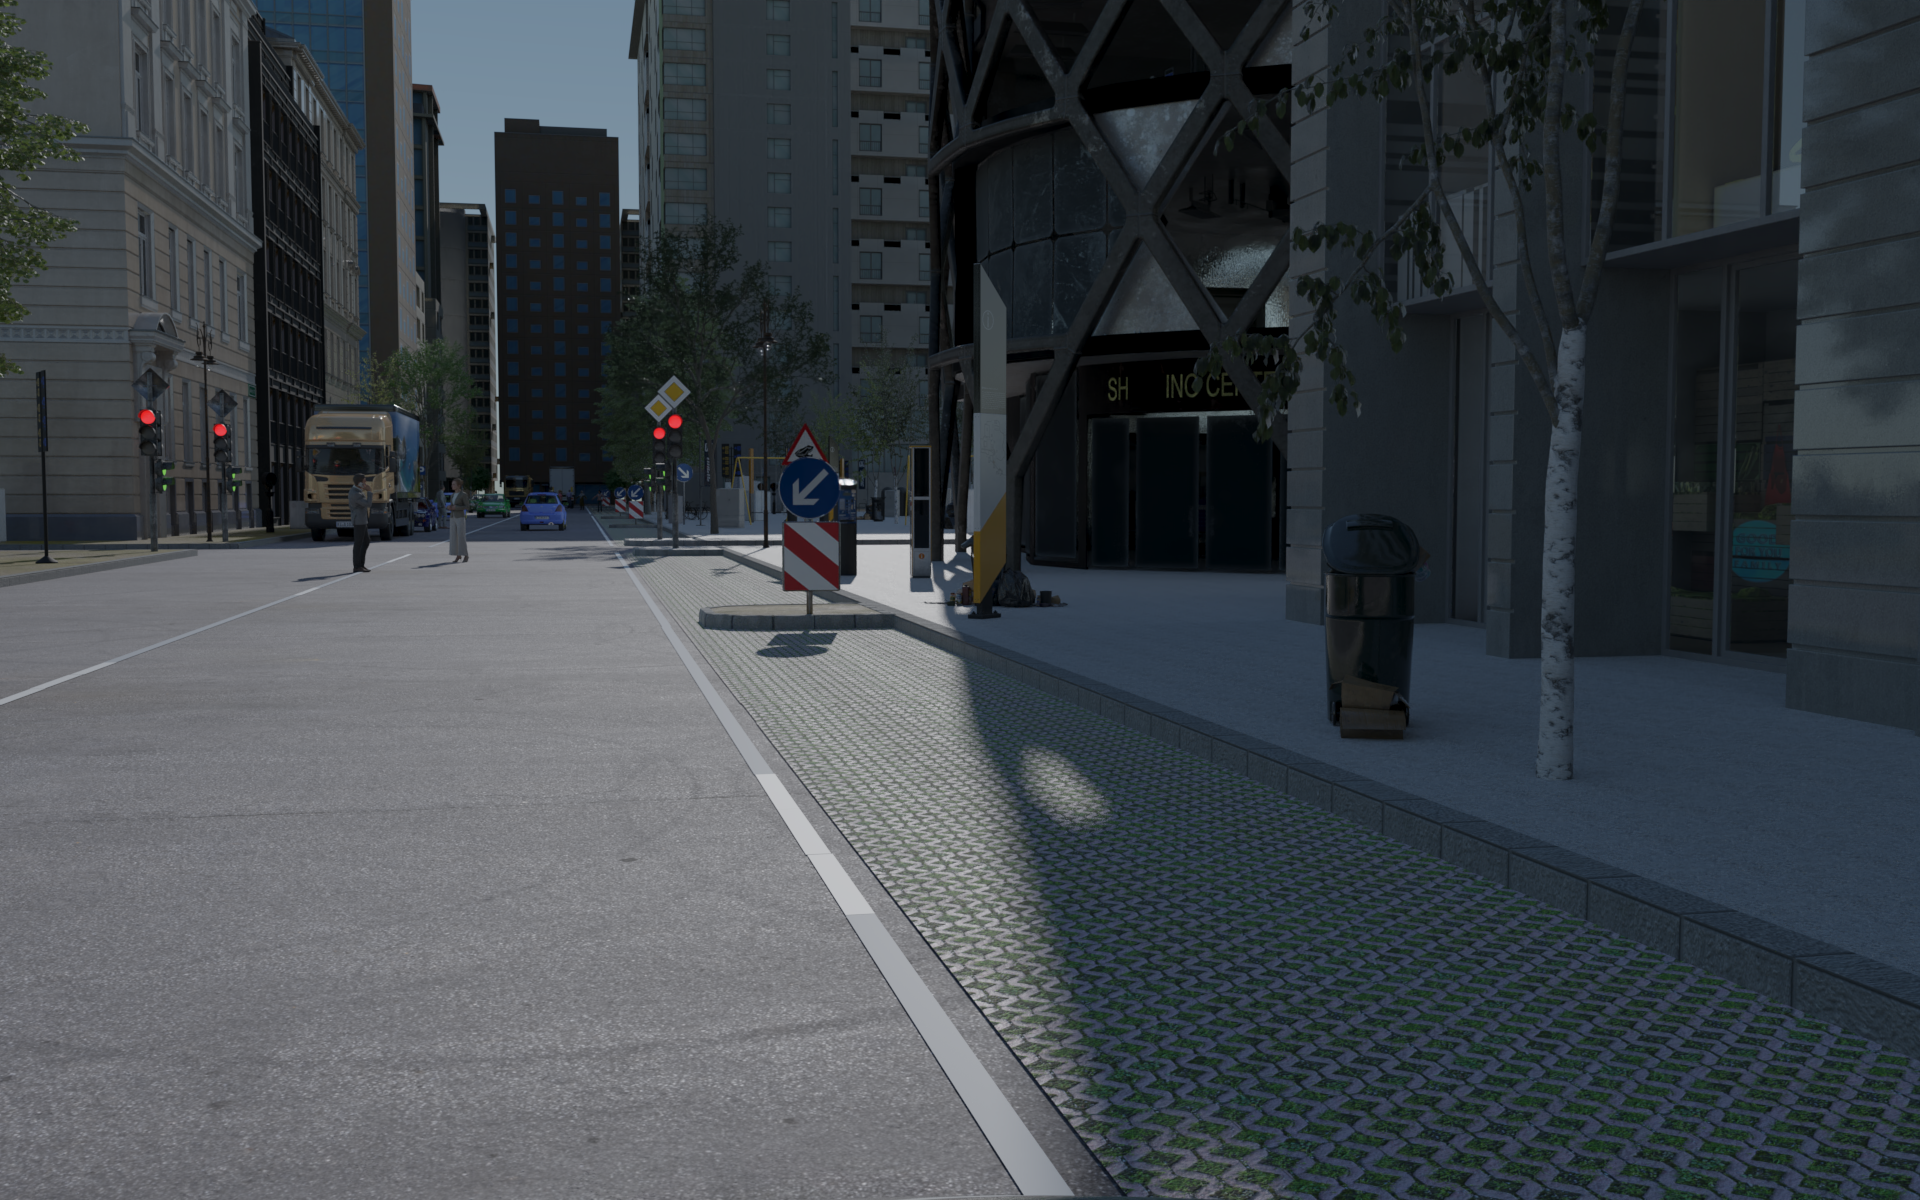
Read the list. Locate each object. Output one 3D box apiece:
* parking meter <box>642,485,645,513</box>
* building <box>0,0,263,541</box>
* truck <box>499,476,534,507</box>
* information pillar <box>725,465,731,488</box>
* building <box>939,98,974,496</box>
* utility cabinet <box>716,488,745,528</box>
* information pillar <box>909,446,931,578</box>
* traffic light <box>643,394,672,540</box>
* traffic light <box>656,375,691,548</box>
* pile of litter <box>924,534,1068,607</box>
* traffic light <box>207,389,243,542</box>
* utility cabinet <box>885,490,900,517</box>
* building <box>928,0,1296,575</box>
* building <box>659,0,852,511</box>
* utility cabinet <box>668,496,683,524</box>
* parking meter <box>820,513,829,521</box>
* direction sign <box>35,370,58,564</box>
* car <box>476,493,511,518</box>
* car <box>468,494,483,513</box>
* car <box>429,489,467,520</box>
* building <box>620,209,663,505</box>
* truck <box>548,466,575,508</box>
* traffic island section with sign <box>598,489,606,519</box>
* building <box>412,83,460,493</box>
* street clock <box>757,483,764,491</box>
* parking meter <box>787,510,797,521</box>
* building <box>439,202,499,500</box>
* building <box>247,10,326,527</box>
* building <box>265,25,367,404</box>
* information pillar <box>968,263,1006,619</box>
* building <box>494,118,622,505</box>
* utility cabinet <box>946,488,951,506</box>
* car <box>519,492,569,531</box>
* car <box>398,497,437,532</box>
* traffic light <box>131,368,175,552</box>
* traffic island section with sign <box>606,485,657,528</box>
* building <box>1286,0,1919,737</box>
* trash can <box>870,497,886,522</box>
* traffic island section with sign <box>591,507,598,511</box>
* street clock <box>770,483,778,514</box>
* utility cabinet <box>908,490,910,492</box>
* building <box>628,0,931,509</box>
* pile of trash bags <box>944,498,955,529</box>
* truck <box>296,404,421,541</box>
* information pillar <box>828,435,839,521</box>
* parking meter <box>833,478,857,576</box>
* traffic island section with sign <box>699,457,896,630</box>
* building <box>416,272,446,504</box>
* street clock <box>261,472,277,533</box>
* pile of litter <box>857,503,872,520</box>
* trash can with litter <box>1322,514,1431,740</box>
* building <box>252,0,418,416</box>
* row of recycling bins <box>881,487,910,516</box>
[{"bbox_3d":[-20.860,-6.666,114.696,0.399,1.863,0.255,-3,5,-44],"label":"parking meter"},{"bbox_3d":[-30.908,-16.467,55.136,13.634,28.700,20.117,-1,4,-12],"label":"building"},{"bbox_3d":[-46.758,-11.471,183.466,3.469,3.379,9.791,-1,4,-11],"label":"truck"},{"bbox_3d":[-16.315,-7.989,121.970,0.504,3.616,0.183,-2,4,-24],"label":"information pillar"},{"bbox_3d":[-13.962,-34.743,157.291,28.713,52.752,27.495,-1,4,-12],"label":"building"},{"bbox_3d":[-8.643,-3.452,65.113,1.173,1.500,0.318,3,4,36],"label":"utility cabinet"},{"bbox_3d":[-0.604,-1.344,26.460,0.304,2.012,0.304,-1,4,-8],"label":"information pillar"},{"bbox_3d":[-8.497,-3.663,48.818,0.839,4.253,0.868,-1,4,-12],"label":"traffic light"},{"bbox_3d":[-6.773,-3.187,41.020,0.839,4.253,0.868,-1,4,-12],"label":"traffic light"},{"bbox_3d":[0.411,-0.376,20.109,1.719,0.858,1.176,3,5,43],"label":"pile of litter"},{"bbox_3d":[-19.685,-3.512,46.337,0.839,4.253,0.868,-1,4,-12],"label":"traffic light"},{"bbox_3d":[-3.728,-5.276,94.948,0.318,1.500,1.173,-2,4,-31],"label":"utility cabinet"},{"bbox_3d":[7.561,-10.147,33.360,16.820,18.784,16.811,-1,4,-12],"label":"building"},{"bbox_3d":[-16.286,-27.621,135.199,14.154,41.232,14.086,-1,4,-12],"label":"building"},{"bbox_3d":[-12.397,-3.935,75.501,0.306,1.237,1.020,-2,4,-31],"label":"utility cabinet"},{"bbox_3d":[-6.006,-4.371,77.177,0.399,1.863,0.255,-3,5,-43],"label":"parking meter"},{"bbox_3d":[-16.934,-2.447,32.006,0.379,3.537,0.876,-3,4,-37],"label":"direction sign"},{"bbox_3d":[-28.298,-5.889,105.076,1.959,1.807,4.718,-1,4,-11],"label":"car"},{"bbox_3d":[-36.715,-7.402,132.820,2.131,1.459,4.920,-1,4,-14],"label":"car"},{"bbox_3d":[-27.995,-5.208,94.735,1.945,1.707,3.694,-1,4,-10],"label":"car"},{"bbox_3d":[-32.062,-32.555,224.154,23.993,40.220,32.217,-1,4,-12],"label":"building"},{"bbox_3d":[-41.738,-11.787,181.628,2.839,4.237,11.283,-1,4,-13],"label":"truck"},{"bbox_3d":[-19.675,-5.569,99.681,1.989,1.847,2.006,-1,4,-12],"label":"traffic island section with sign"},{"bbox_3d":[-66.449,-31.988,177.632,28.867,44.769,22.147,-1,4,-12],"label":"building"},{"bbox_3d":[-13.054,-6.678,113.759,0.471,2.002,0.358,1,4,16],"label":"street clock"},{"bbox_3d":[-6.165,-3.376,63.608,0.372,1.533,0.369,0,3,0],"label":"parking meter"},{"bbox_3d":[-70.218,-32.038,215.710,23.993,40.220,32.217,-1,4,-12],"label":"building"},{"bbox_3d":[-34.425,-14.876,72.898,12.332,23.373,15.834,-1,4,-12],"label":"building"},{"bbox_3d":[-39.545,-18.062,92.572,12.463,27.353,25.104,-1,4,-12],"label":"building"},{"bbox_3d":[0.302,-1.622,17.870,0.183,3.616,0.504,3,4,36],"label":"information pillar"},{"bbox_3d":[-48.663,-34.283,210.632,14.200,45.320,14.600,-1,4,-12],"label":"building"},{"bbox_3d":[-0.947,-3.602,67.578,1.173,1.500,0.318,0,4,4],"label":"utility cabinet"},{"bbox_3d":[-16.519,-3.616,68.710,1.945,1.707,3.694,-1,4,-11],"label":"car"},{"bbox_3d":[-20.989,-3.276,66.141,1.945,1.354,3.894,-1,4,-12],"label":"car"},{"bbox_3d":[-17.961,-3.035,38.540,0.839,4.253,0.868,-1,4,-12],"label":"traffic light"},{"bbox_3d":[-13.861,-3.959,73.358,1.989,1.847,2.006,-1,4,-12],"label":"traffic island section with sign"},{"bbox_3d":[11.759,-13.831,3.625,11.434,29.767,29.804,-1,4,-12],"label":"building"},{"bbox_3d":[-3.806,-4.220,80.653,0.748,1.137,0.748,0,3,0],"label":"trash can"},{"bbox_3d":[-30.422,-8.543,148.306,1.989,1.847,2.006,-1,4,-12],"label":"traffic island section with sign"},{"bbox_3d":[-11.771,-6.429,109.679,0.471,2.002,0.358,0,4,7],"label":"street clock"},{"bbox_3d":[-2.927,-5.887,104.936,0.318,1.500,1.173,2,4,28],"label":"utility cabinet"},{"bbox_3d":[-19.984,-36.381,184.068,28.713,52.752,27.495,-1,4,-12],"label":"building"},{"bbox_3d":[0.756,-3.341,64.374,3.447,1.369,1.912,-1,4,-16],"label":"pile of trash bags"},{"bbox_3d":[-19.335,-4.121,56.293,2.839,4.237,11.283,-1,4,-12],"label":"truck"},{"bbox_3d":[-5.076,-4.772,69.370,0.183,3.616,0.504,3,5,44],"label":"information pillar"},{"bbox_3d":[-1.811,-1.156,27.305,0.372,1.533,0.369,0,3,0],"label":"parking meter"},{"bbox_3d":[-1.858,-0.641,19.115,1.989,1.847,2.006,-1,4,-12],"label":"traffic island section with sign"},{"bbox_3d":[-58.472,-18.317,144.519,27.650,21.520,28.899,-1,4,-12],"label":"building"},{"bbox_3d":[-22.896,-3.233,57.434,0.358,2.002,0.471,2,4,25],"label":"street clock"},{"bbox_3d":[-4.679,-4.414,86.126,1.176,0.858,1.719,-1,4,-15],"label":"pile of litter"},{"bbox_3d":[2.298,0.120,9.433,0.624,1.170,1.055,1,4,8],"label":"trash can with litter"},{"bbox_3d":[-46.947,-28.994,124.158,14.600,45.320,14.200,-1,4,-12],"label":"building"},{"bbox_3d":[-2.940,-5.735,100.879,3.534,1.692,1.069,1,4,18],"label":"row of recycling bins"}]
